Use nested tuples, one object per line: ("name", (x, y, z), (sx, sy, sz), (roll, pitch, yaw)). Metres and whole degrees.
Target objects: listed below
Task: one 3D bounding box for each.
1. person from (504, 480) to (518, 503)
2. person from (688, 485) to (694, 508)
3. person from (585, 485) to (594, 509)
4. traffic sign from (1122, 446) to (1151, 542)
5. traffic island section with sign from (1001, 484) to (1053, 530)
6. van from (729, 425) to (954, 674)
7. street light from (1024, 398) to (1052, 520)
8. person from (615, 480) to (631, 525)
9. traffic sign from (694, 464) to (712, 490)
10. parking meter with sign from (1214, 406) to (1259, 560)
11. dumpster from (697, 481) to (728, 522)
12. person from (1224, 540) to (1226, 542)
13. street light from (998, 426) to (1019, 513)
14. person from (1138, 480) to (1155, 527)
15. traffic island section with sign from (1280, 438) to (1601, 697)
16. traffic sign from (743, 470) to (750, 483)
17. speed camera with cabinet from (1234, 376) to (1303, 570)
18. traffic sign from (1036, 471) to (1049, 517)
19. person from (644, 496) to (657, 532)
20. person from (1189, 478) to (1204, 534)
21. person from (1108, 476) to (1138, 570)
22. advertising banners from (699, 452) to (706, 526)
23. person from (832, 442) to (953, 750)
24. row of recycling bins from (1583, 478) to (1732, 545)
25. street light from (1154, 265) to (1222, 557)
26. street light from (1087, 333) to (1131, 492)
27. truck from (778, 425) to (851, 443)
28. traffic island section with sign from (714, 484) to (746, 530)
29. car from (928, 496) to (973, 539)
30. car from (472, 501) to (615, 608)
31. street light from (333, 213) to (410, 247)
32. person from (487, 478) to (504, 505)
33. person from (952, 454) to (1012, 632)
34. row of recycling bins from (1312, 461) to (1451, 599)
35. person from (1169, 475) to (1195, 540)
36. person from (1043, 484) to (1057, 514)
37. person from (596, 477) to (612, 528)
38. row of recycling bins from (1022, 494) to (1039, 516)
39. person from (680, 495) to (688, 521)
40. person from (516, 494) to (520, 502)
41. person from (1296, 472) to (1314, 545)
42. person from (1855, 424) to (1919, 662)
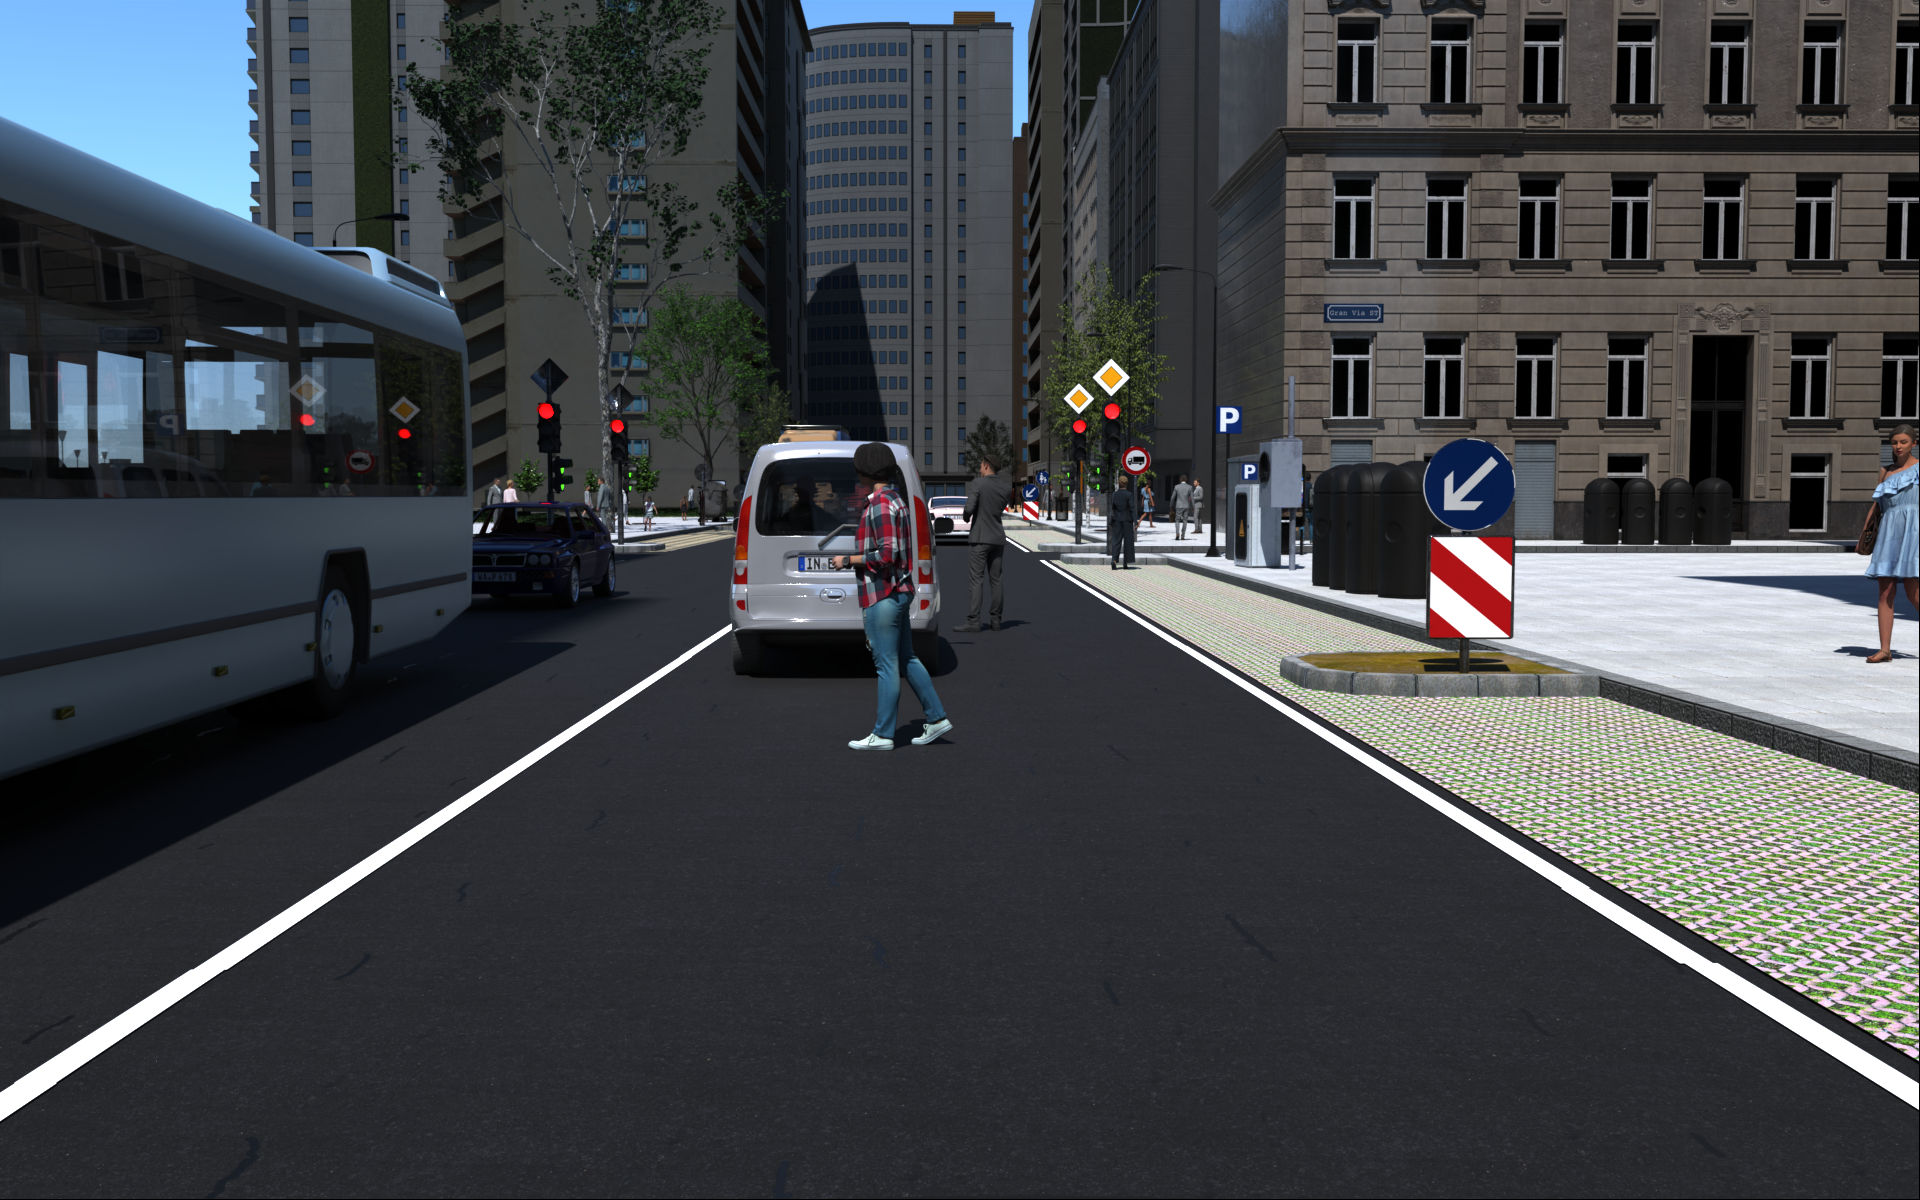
("person", (-14.307, -2.969, 55.255), (0.731, 1.740, 0.598), (1, 4, 13))
("person", (-16.704, -6.200, 107.260), (0.795, 1.843, 0.661), (-1, 4, -22))
("person", (-18.066, -4.723, 84.020), (0.466, 1.731, 0.760), (2, 4, 24))
("traffic sign", (4.666, -2.804, 45.956), (0.768, 2.556, 0.104), (0, 4, 1))
("traffic island section with sign", (2.664, -3.686, 68.897), (1.989, 1.847, 2.006), (0, 4, -1))
("van", (-1.038, -0.499, 15.165), (2.013, 2.044, 4.112), (0, 4, -2))
("street light", (3.805, -6.823, 84.098), (1.470, 5.913, 1.316), (0, 4, -1))
("person", (-13.904, -3.993, 71.201), (0.818, 1.842, 0.514), (0, 4, -7))
("traffic sign", (-10.726, -4.418, 72.348), (0.768, 2.556, 0.104), (0, 4, 6))
("parking meter with sign", (5.466, -2.279, 33.515), (0.543, 3.016, 1.738), (-1, 4, -11))
("dumpster", (-11.266, -4.468, 78.812), (1.264, 1.857, 1.865), (0, 4, -1))
("person", (7.424, -2.480, 46.616), (0.620, 1.820, 0.660), (-3, 5, -42))
("street light", (3.311, -8.965, 119.112), (1.470, 5.913, 1.316), (0, 4, -1))
("person", (7.163, -3.670, 66.136), (0.778, 1.811, 0.616), (-1, 4, -22))
("traffic island section with sign", (3.502, -0.273, 13.086), (1.989, 1.847, 2.006), (0, 4, -1))
("traffic sign", (-11.188, -5.644, 92.389), (0.768, 2.556, 0.104), (0, 4, 3))
("speed camera with cabinet", (5.294, -2.172, 29.841), (0.660, 3.252, 2.038), (0, 4, -8))
("traffic sign", (4.600, -5.854, 95.820), (0.768, 2.556, 0.104), (0, 4, 1))
("person", (-10.616, -2.959, 59.430), (0.505, 1.210, 0.382), (0, 4, 4))
("person", (7.646, -3.065, 56.356), (0.583, 1.804, 0.606), (-1, 4, -13))
("person", (3.070, -1.444, 32.526), (0.576, 1.772, 0.534), (1, 4, 11))
("advertising banners", (-10.506, -4.565, 70.833), (0.090, 3.025, 2.074), (0, 4, -1))
("person", (-0.380, -0.024, 9.729), (0.643, 1.720, 0.563), (0, 4, 8))
("row of recycling bins", (17.669, -2.247, 43.848), (3.534, 1.692, 1.069), (0, 4, 8))
("street light", (4.634, -3.834, 35.228), (1.470, 5.913, 1.316), (0, 4, -1))
("street light", (4.342, -4.735, 49.965), (1.470, 5.913, 1.316), (0, 4, -1))
("truck", (-6.066, -5.111, 72.473), (2.839, 4.237, 11.283), (0, 4, -1))
("traffic island section with sign", (-8.664, -3.684, 68.864), (1.989, 1.847, 2.006), (0, 4, -1))
("car", (-0.237, -2.298, 49.941), (2.083, 1.381, 4.827), (0, 4, -2))
("car", (-5.710, -0.636, 22.976), (1.945, 1.354, 3.894), (0, 4, -1))
("street light", (-9.791, -3.439, 28.764), (1.470, 5.913, 1.316), (0, 4, -1))
("person", (-15.216, -3.112, 57.041), (0.853, 1.813, 0.709), (2, 4, 29))
("person", (0.215, -0.603, 18.166), (0.655, 1.846, 0.447), (-3, 5, -40))
("row of recycling bins", (5.464, -0.959, 22.792), (1.069, 1.692, 3.534), (0, 4, -5))
("person", (6.177, -2.570, 48.190), (0.709, 1.813, 0.853), (0, 4, 4))
("person", (4.472, -4.872, 85.980), (0.678, 1.792, 0.850), (-1, 4, -14))
("person", (-11.230, -2.961, 54.559), (0.391, 1.810, 0.635), (0, 4, 5))
("row of recycling bins", (4.079, -5.656, 99.581), (1.069, 1.692, 3.534), (0, 4, 2))
("person", (-13.311, -4.458, 83.594), (0.362, 1.253, 0.373), (1, 4, 12))
("person", (-17.531, -3.544, 68.262), (0.475, 1.303, 0.640), (-1, 4, -14))
("person", (8.636, -2.283, 43.363), (0.794, 1.824, 0.713), (1, 4, 22))
("person", (7.220, -0.437, 13.290), (0.778, 1.811, 0.616), (-2, 4, -26))
